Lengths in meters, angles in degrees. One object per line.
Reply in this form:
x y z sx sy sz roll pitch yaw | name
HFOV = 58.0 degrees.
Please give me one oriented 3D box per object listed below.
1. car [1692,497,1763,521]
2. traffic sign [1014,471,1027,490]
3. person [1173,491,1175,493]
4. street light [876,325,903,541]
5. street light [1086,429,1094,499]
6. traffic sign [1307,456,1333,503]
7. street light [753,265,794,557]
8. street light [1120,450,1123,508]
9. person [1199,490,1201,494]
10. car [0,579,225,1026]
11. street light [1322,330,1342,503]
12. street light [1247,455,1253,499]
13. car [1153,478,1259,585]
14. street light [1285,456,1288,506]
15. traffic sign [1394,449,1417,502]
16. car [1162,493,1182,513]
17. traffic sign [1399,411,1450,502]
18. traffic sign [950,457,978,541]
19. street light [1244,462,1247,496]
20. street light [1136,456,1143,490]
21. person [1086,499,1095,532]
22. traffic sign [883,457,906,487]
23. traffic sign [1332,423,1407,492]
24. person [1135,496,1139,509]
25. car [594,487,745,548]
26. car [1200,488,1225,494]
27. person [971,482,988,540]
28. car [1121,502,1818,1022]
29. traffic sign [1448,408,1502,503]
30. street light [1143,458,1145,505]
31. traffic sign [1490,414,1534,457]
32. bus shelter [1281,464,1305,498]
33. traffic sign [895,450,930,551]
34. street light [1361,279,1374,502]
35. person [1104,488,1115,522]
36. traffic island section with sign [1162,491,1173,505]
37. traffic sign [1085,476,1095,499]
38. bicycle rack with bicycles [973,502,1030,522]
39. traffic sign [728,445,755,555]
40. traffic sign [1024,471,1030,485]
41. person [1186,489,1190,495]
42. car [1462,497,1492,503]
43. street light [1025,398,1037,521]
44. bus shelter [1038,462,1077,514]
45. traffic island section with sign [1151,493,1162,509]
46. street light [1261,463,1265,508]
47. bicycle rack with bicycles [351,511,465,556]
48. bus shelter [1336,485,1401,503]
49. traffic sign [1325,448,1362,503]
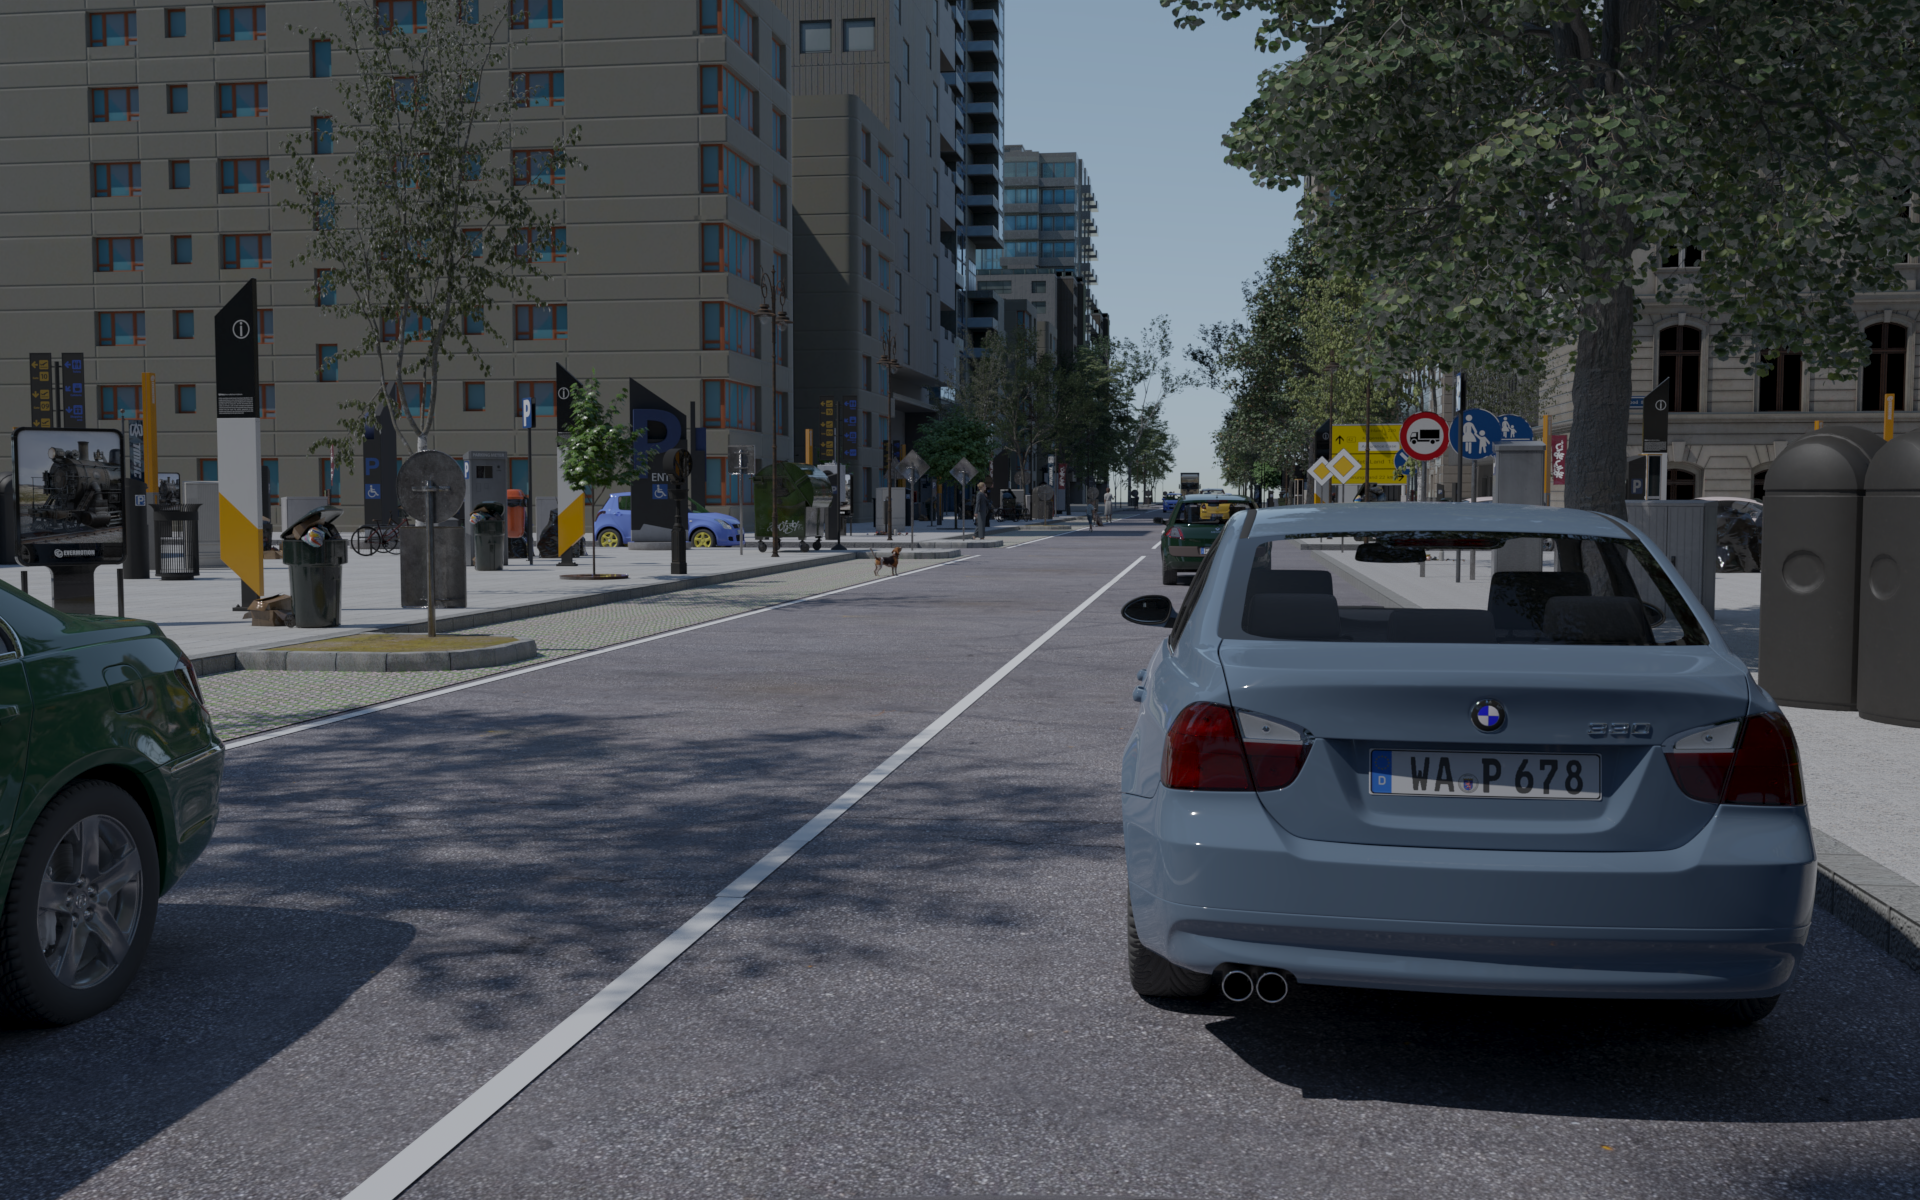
17.900 -1.683 39.874 4.827 1.381 2.083 1 4 10 | car
3.368 -5.890 96.408 0.768 2.556 0.104 1 4 15 | traffic sign
22.376 -10.513 181.096 1.217 1.735 0.721 0 4 -8 | person
-1.936 -4.580 47.669 0.468 5.910 1.993 1 4 8 | street light
9.458 -9.206 123.307 0.468 5.910 1.993 1 4 8 | street light
9.539 -2.572 45.695 0.795 2.450 0.064 1 4 8 | traffic sign
-3.760 -3.810 35.079 0.468 5.910 1.993 1 4 8 | street light
14.742 -11.369 158.668 0.468 5.910 1.993 1 4 8 | street light
24.814 -10.407 178.738 1.350 1.814 0.705 -1 4 -12 | person
-3.414 0.509 3.480 2.131 1.459 4.920 0 4 6 | car
10.489 -4.659 48.968 0.468 5.910 1.993 1 4 8 | street light
27.078 -11.473 160.373 0.468 5.910 1.993 1 4 8 | street light
4.193 -1.150 28.590 2.009 1.686 4.222 0 4 7 | car
15.817 -6.790 83.803 0.468 5.910 1.993 1 4 8 | street light
12.052 -2.843 46.591 0.768 2.556 0.104 1 4 11 | traffic sign
16.654 -7.648 134.635 1.945 1.707 3.694 1 4 8 | car
7.146 -1.625 26.681 0.768 2.556 0.104 1 4 11 | traffic sign
0.102 -2.659 47.122 0.795 2.450 0.064 1 4 8 | traffic sign
32.335 -13.609 195.287 0.468 5.910 1.993 1 4 8 | street light
19.808 -13.485 193.261 0.468 5.910 1.993 1 4 8 | street light
4.895 -3.167 64.963 0.352 1.250 0.332 0 4 -5 | person
-2.250 -3.672 60.045 0.884 2.594 0.081 1 4 15 | traffic sign
11.852 -3.439 50.098 2.265 3.308 0.079 1 4 18 | traffic sign
15.204 -8.390 148.915 0.421 1.427 0.697 0 4 1 | person
-7.182 -2.039 42.921 3.694 1.707 1.945 1 4 9 | car
16.623 -6.446 114.062 2.281 1.827 5.304 0 4 8 | car
0.584 -2.566 50.878 0.534 1.772 0.576 0 4 -7 | person
1.541 0.361 6.094 2.014 1.417 4.499 1 4 9 | car
7.654 -1.571 25.791 0.768 2.556 0.104 1 4 13 | traffic sign
21.847 -14.257 205.890 0.468 5.910 1.993 1 4 8 | street light
8.727 -1.684 27.636 0.768 2.556 0.104 1 4 12 | traffic sign
21.521 -7.435 112.840 1.731 3.624 6.357 1 4 8 | bus shelter
-1.079 -2.176 39.224 0.795 2.450 0.064 1 4 8 | traffic sign
8.795 -3.947 37.328 0.468 5.910 1.993 1 4 8 | street light
7.591 -4.819 87.853 0.480 1.755 0.524 1 4 22 | person
26.888 -13.316 226.338 1.989 1.847 2.006 1 4 8 | traffic island section with sign
9.109 -7.425 121.504 0.768 2.556 0.104 1 4 13 | traffic sign
2.073 -4.088 80.226 2.925 0.926 2.852 -3 4 -38 | bicycle rack with bicycles
-4.597 -2.095 36.380 0.606 2.300 0.079 1 4 16 | traffic sign
3.594 -5.911 96.753 0.768 2.556 0.104 1 4 12 | traffic sign
14.609 -6.266 111.291 0.374 1.781 0.599 0 4 -6 | person
12.334 -1.773 41.350 4.827 1.381 2.083 0 4 8 | car
3.427 -6.761 83.333 0.468 5.910 1.993 1 4 8 | street light
6.362 -7.270 112.787 2.014 3.302 5.546 1 4 9 | bus shelter
18.780 -10.002 172.155 1.989 1.847 2.006 1 4 8 | traffic island section with sign
21.918 -9.358 125.794 0.468 5.910 1.993 1 4 8 | street light
-11.654 -1.451 37.103 2.925 0.926 2.852 -2 4 -26 | bicycle rack with bicycles
12.592 -3.646 53.531 2.014 3.302 5.546 1 4 8 | bus shelter
8.357 -2.089 37.797 0.795 2.450 0.064 1 4 8 | traffic sign
